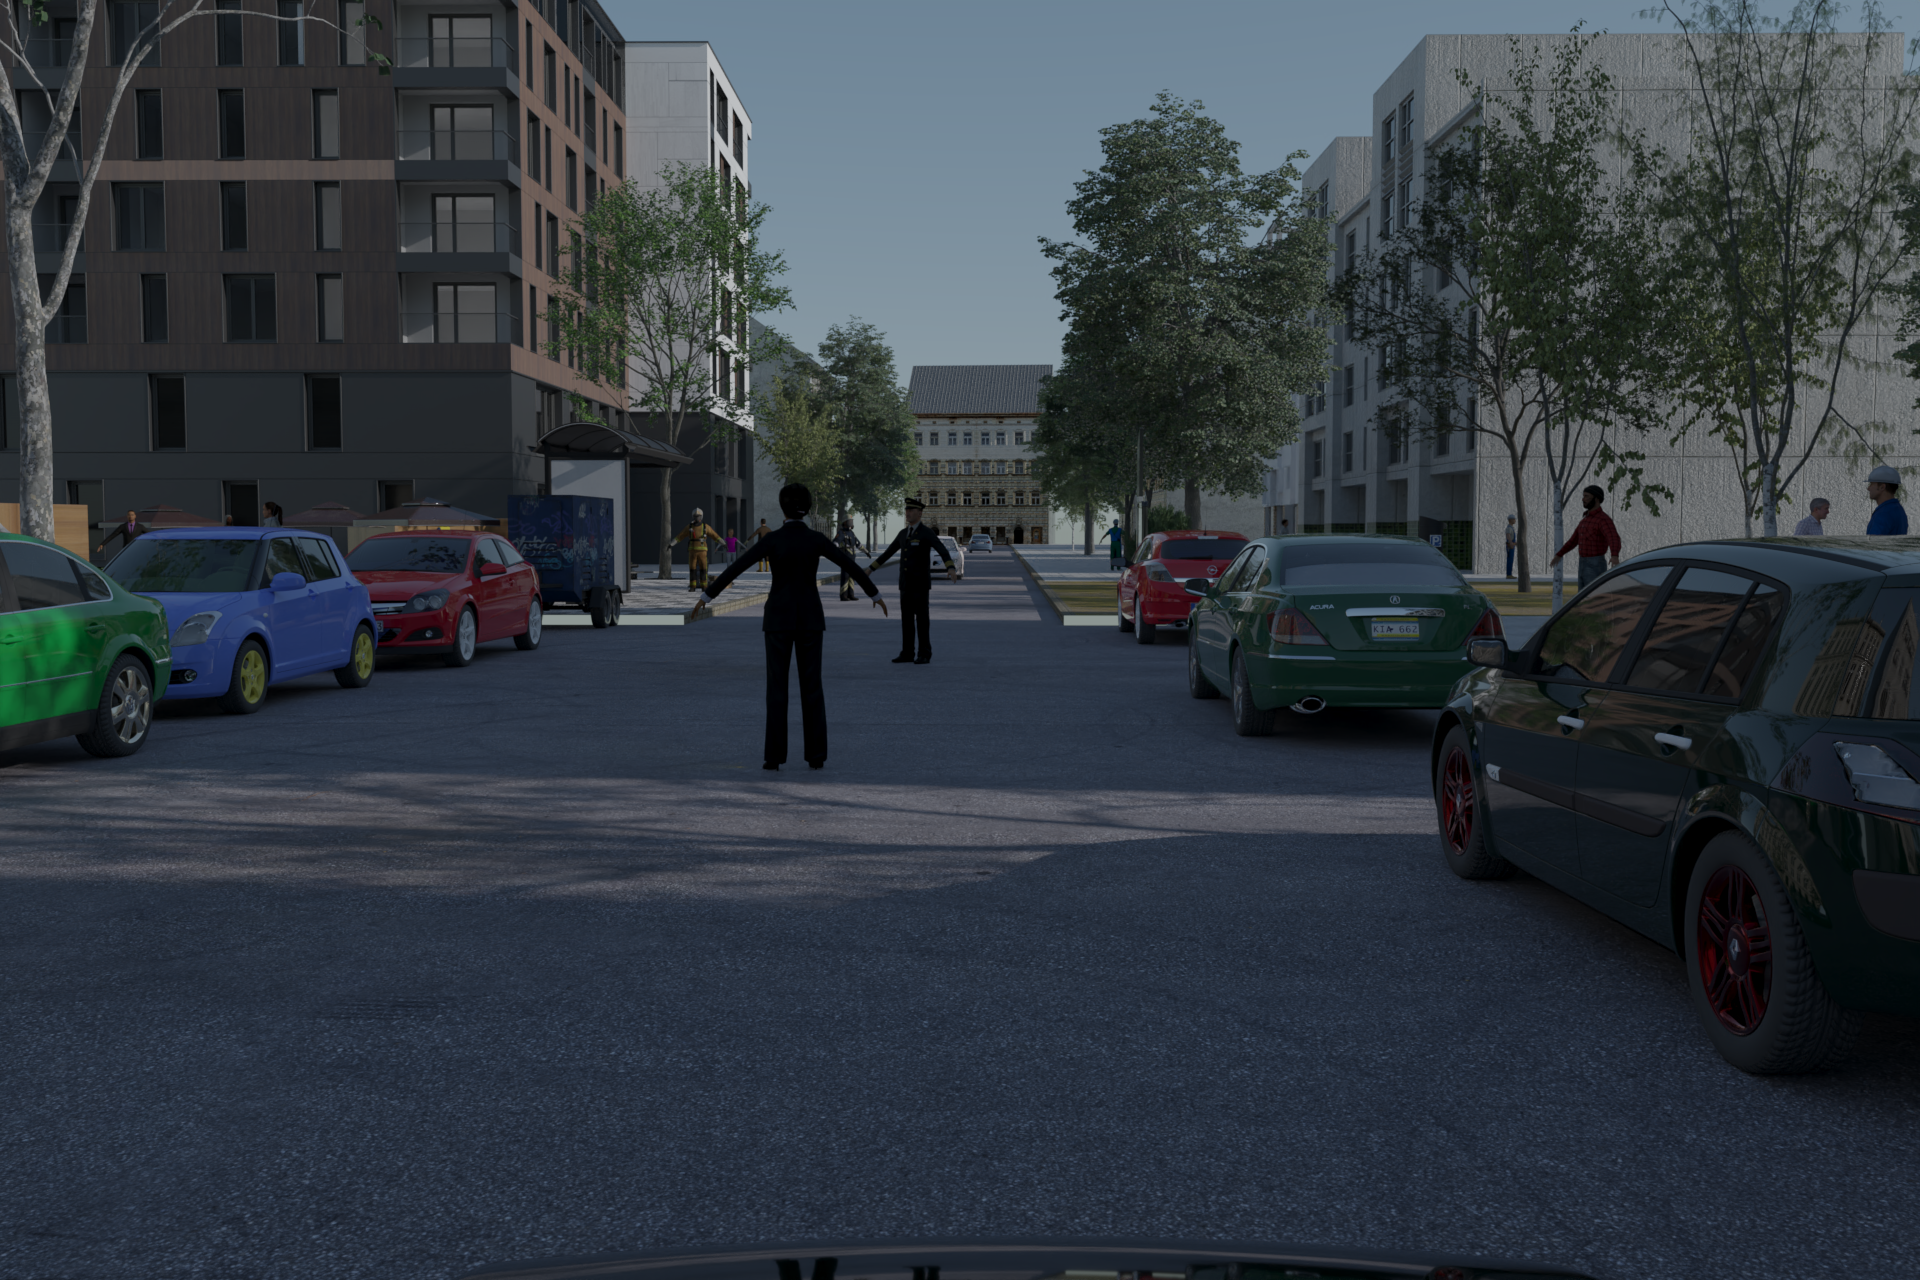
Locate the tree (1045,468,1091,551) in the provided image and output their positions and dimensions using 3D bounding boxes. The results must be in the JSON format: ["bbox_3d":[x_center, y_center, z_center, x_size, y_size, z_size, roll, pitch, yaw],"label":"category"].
[{"bbox_3d":[8.655,-11.128,132.297,4.360,8.622,3.978,0,3,0],"label":"tree"}]

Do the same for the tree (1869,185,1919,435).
[{"bbox_3d":[28.979,-8.421,44.342,9.857,13.997,8.962,0,3,0],"label":"tree"}]

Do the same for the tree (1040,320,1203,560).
[{"bbox_3d":[7.578,-9.219,76.490,9.928,11.665,9.643,0,3,0],"label":"tree"}]

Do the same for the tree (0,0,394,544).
[{"bbox_3d":[-11.018,-10.076,20.639,12.611,20.169,13.585,0,3,0],"label":"tree"}]

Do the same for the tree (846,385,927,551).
[{"bbox_3d":[-6.009,-12.913,129.251,7.486,12.596,7.792,0,3,0],"label":"tree"}]

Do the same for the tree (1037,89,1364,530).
[{"bbox_3d":[6.801,-8.770,50.041,9.857,13.997,8.962,0,3,0],"label":"tree"}]

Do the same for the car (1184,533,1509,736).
[{"bbox_3d":[2.900,-0.115,13.672,2.131,1.459,4.920,0,4,1],"label":"car"}]

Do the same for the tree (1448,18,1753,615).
[{"bbox_3d":[8.939,-4.581,25.266,4.737,8.622,4.395,0,3,0],"label":"tree"}]

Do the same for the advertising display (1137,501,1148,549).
[{"bbox_3d":[3.591,-1.769,34.136,0.123,1.923,0.974,0,4,1],"label":"advertising display"}]

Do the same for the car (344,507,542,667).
[{"bbox_3d":[-6.164,-0.670,19.992,2.155,1.783,4.494,0,4,1],"label":"car"}]

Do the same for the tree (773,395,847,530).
[{"bbox_3d":[-7.788,-8.628,91.432,4.737,8.622,4.395,0,3,0],"label":"tree"}]

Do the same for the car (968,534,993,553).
[{"bbox_3d":[1.557,-7.312,131.561,2.014,1.417,4.499,0,4,1],"label":"car"}]

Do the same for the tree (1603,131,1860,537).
[{"bbox_3d":[13.925,-4.920,30.805,4.737,8.622,4.395,0,3,0],"label":"tree"}]

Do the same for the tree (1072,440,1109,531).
[{"bbox_3d":[9.157,-10.679,124.961,4.737,8.622,4.395,0,3,0],"label":"tree"}]

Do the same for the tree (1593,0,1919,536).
[{"bbox_3d":[9.158,-4.223,19.406,4.360,8.622,3.978,0,3,0],"label":"tree"}]

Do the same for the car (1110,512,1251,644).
[{"bbox_3d":[3.201,-0.915,24.006,2.155,1.783,4.494,0,4,0],"label":"car"}]

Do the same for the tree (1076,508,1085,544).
[{"bbox_3d":[16.422,-16.743,224.103,4.360,8.622,3.978,0,3,0],"label":"tree"}]

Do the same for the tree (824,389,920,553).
[{"bbox_3d":[-6.439,-11.822,119.038,9.928,11.665,9.643,0,3,0],"label":"tree"}]

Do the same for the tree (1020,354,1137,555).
[{"bbox_3d":[7.325,-11.381,104.212,7.486,12.596,7.792,0,3,0],"label":"tree"}]

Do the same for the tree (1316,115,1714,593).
[{"bbox_3d":[12.408,-6.342,38.105,8.767,10.594,7.601,0,4,-5],"label":"tree"}]

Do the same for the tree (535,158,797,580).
[{"bbox_3d":[-8.140,-7.491,48.226,9.928,11.665,9.643,0,3,0],"label":"tree"}]

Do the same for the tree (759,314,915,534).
[{"bbox_3d":[-7.108,-11.967,102.309,9.857,13.997,8.962,0,3,0],"label":"tree"}]

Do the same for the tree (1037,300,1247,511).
[{"bbox_3d":[6.780,-7.898,63.538,8.767,10.594,7.601,1,4,14],"label":"tree"}]

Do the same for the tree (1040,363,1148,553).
[{"bbox_3d":[8.897,-11.974,113.905,7.486,12.596,7.792,0,3,0],"label":"tree"}]

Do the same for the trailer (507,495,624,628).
[{"bbox_3d":[-6.075,-1.154,25.912,1.471,1.999,3.904,0,4,1],"label":"trailer"}]

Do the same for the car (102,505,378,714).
[{"bbox_3d":[-6.424,-0.325,14.902,1.945,1.707,3.694,0,4,2],"label":"car"}]

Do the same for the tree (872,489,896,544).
[{"bbox_3d":[-9.762,-16.441,219.173,4.737,8.622,4.395,0,3,0],"label":"tree"}]

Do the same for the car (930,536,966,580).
[{"bbox_3d":[-0.827,-2.657,55.809,2.083,1.381,4.827,0,4,1],"label":"car"}]

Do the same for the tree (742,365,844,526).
[{"bbox_3d":[-7.359,-7.701,76.267,4.737,8.622,4.395,0,3,0],"label":"tree"}]

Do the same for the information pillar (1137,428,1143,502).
[{"bbox_3d":[3.997,-2.882,38.481,0.183,3.616,0.504,0,4,-1],"label":"information pillar"}]

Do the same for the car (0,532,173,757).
[{"bbox_3d":[-6.248,-0.062,9.808,1.959,1.807,4.718,0,4,1],"label":"car"}]

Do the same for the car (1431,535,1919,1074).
[{"bbox_3d":[2.907,0.232,5.986,2.009,1.686,4.222,0,4,0],"label":"car"}]

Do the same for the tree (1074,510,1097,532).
[{"bbox_3d":[16.427,-16.349,217.673,4.360,8.622,3.978,0,3,0],"label":"tree"}]
